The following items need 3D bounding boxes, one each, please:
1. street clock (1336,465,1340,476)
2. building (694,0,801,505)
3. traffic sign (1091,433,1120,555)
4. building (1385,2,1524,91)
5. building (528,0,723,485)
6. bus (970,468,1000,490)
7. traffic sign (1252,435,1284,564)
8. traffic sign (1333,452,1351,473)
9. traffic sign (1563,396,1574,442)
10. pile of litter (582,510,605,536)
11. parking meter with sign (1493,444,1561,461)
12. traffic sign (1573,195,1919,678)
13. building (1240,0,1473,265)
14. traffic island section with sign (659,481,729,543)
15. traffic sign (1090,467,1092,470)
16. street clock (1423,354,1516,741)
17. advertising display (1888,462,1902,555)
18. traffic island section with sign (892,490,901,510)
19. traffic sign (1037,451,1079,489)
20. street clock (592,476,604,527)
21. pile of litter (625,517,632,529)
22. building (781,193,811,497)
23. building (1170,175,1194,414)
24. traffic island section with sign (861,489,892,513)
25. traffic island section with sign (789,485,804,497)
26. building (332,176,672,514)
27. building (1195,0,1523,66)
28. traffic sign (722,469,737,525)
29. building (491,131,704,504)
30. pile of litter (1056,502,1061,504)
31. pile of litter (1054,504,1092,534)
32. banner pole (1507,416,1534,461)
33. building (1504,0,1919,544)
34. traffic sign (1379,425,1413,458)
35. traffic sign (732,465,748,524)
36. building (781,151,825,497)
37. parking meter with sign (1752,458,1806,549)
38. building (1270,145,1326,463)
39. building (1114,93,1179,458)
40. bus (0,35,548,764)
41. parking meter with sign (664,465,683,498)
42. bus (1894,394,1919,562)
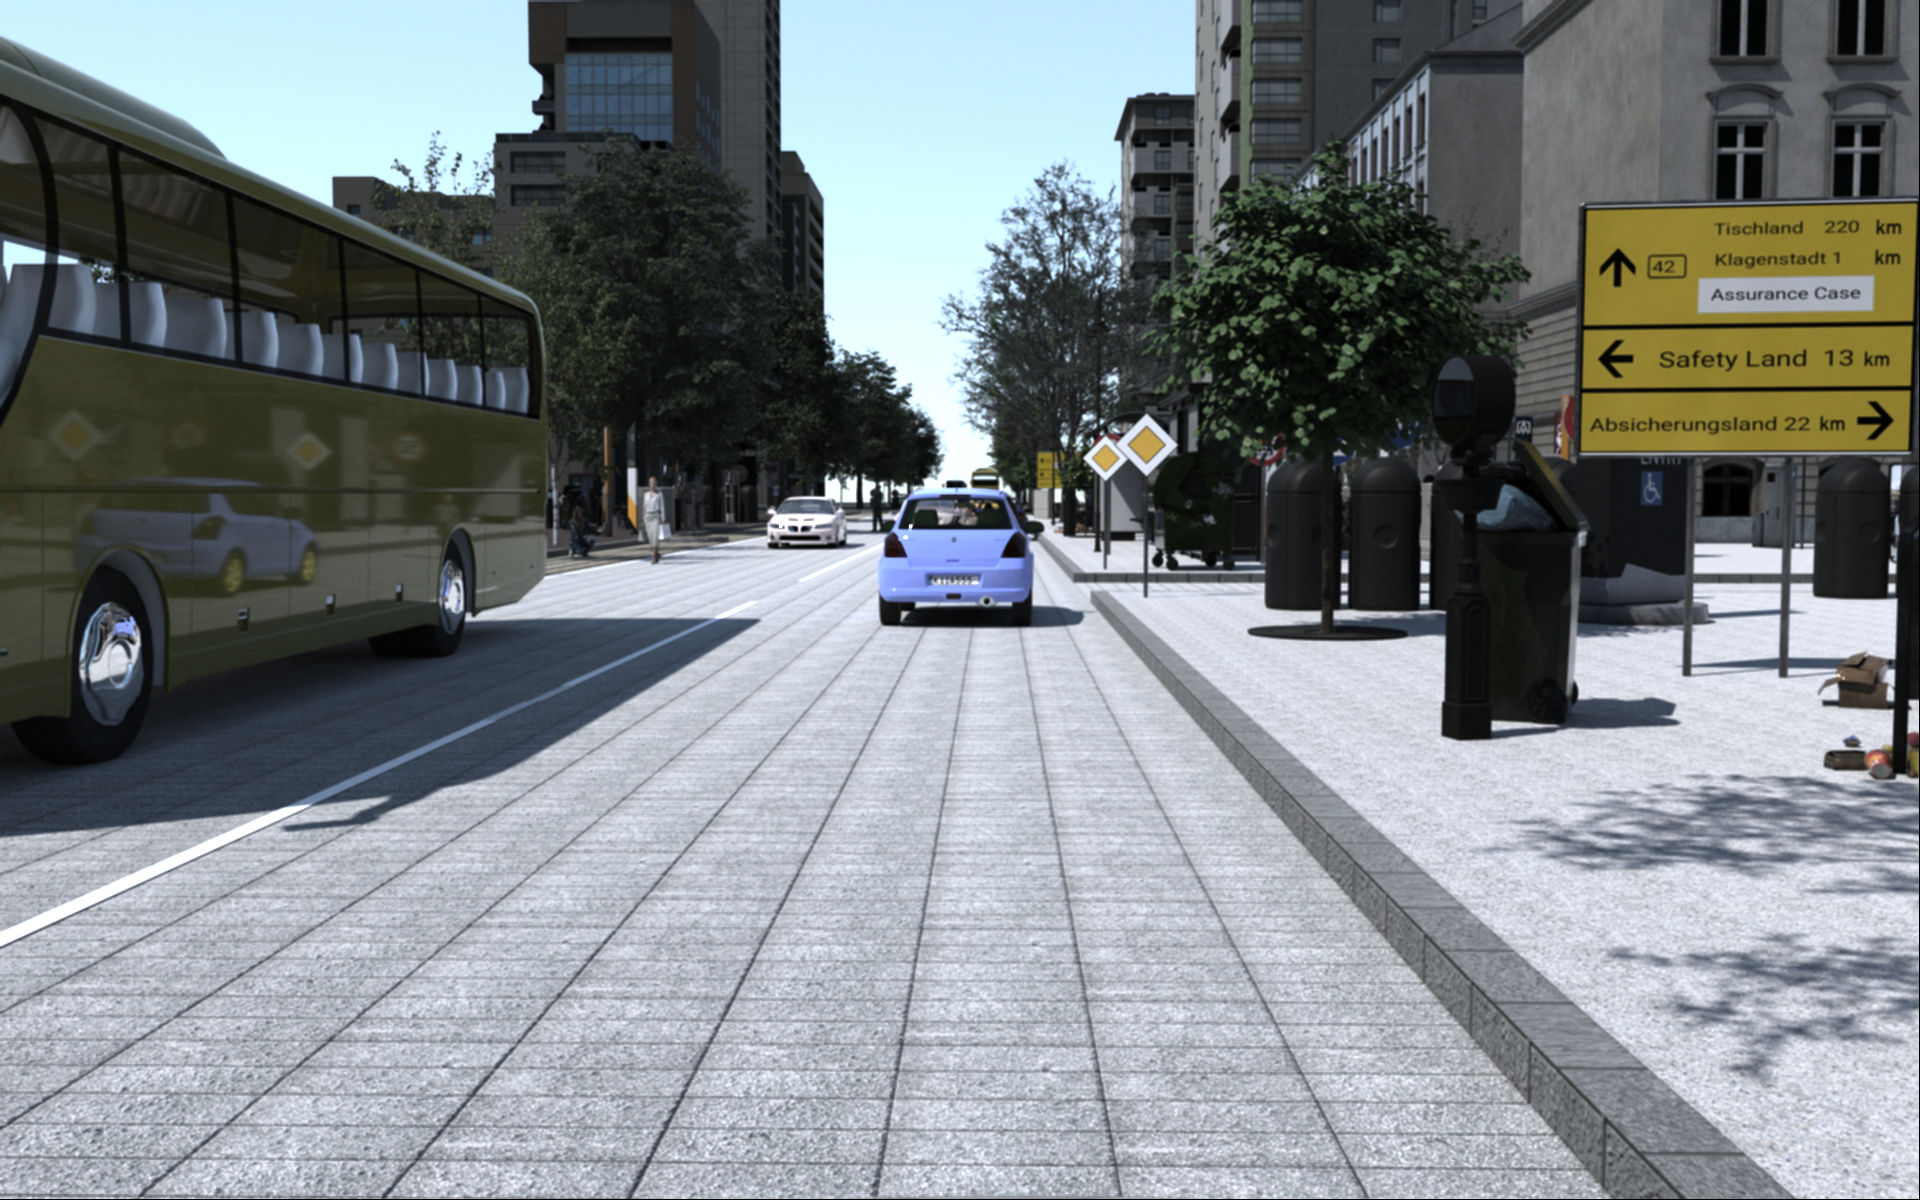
[{"bbox_3d":[7.400,-1.856,34.908,0.471,2.002,0.358,1,4,21],"label":"street clock"},{"bbox_3d":[-30.384,-47.321,211.946,20.563,71.187,20.611,0,4,1],"label":"building"},{"bbox_3d":[3.138,-2.226,36.495,0.768,2.556,0.104,1,4,11],"label":"traffic sign"},{"bbox_3d":[23.132,-13.932,76.946,9.793,20.994,18.267,0,4,1],"label":"building"},{"bbox_3d":[-29.419,-30.937,155.922,14.600,45.320,14.200,0,4,1],"label":"building"},{"bbox_3d":[2.367,-10.553,164.087,2.896,3.916,12.252,0,4,1],"label":"bus"},{"bbox_3d":[5.525,-1.922,31.535,0.768,2.556,0.104,0,4,3],"label":"traffic sign"},{"bbox_3d":[6.656,-1.880,30.852,0.768,2.556,0.104,0,4,7],"label":"traffic sign"},{"bbox_3d":[7.537,-1.251,20.566,0.768,2.556,0.104,1,4,9],"label":"traffic sign"},{"bbox_3d":[-11.560,-2.464,54.253,1.176,0.858,1.719,0,4,-2],"label":"pile of litter"},{"bbox_3d":[10.824,-2.207,32.345,1.738,3.016,0.543,0,4,7],"label":"parking meter with sign"},{"bbox_3d":[5.441,-1.112,12.053,2.265,3.308,0.079,0,4,8],"label":"traffic sign"},{"bbox_3d":[25.779,-26.524,117.262,14.154,41.232,14.086,0,4,1],"label":"building"},{"bbox_3d":[-7.987,-2.642,51.821,1.989,1.847,2.006,0,4,1],"label":"traffic island section with sign"},{"bbox_3d":[3.948,-2.921,47.858,0.768,2.556,0.104,1,4,8],"label":"traffic sign"},{"bbox_3d":[2.665,-0.274,9.056,0.358,2.002,0.471,-1,4,-13],"label":"street clock"},{"bbox_3d":[19.383,-1.833,35.178,0.974,1.923,0.123,1,4,21],"label":"advertising display"},{"bbox_3d":[-5.808,-9.058,156.720,1.989,1.847,2.006,0,4,1],"label":"traffic island section with sign"},{"bbox_3d":[4.786,-5.432,82.685,2.265,3.308,0.079,0,4,6],"label":"traffic sign"},{"bbox_3d":[-14.286,-3.911,68.509,0.471,2.002,0.358,-3,4,-39],"label":"street clock"},{"bbox_3d":[-11.684,-3.058,63.967,1.176,0.858,1.719,3,4,36],"label":"pile of litter"},{"bbox_3d":[-27.641,-33.427,230.123,14.154,41.232,14.086,0,4,1],"label":"building"},{"bbox_3d":[26.179,-23.694,159.104,14.160,30.474,14.107,0,4,1],"label":"building"},{"bbox_3d":[-6.367,-7.409,129.770,1.989,1.847,2.006,0,4,1],"label":"traffic island section with sign"},{"bbox_3d":[-7.424,-4.290,78.771,1.989,1.847,2.006,0,4,1],"label":"traffic island section with sign"},{"bbox_3d":[-36.487,-16.814,119.951,27.650,21.520,28.899,0,4,1],"label":"building"},{"bbox_3d":[33.475,-33.533,137.506,28.713,52.752,27.495,0,4,1],"label":"building"},{"bbox_3d":[-9.482,-4.231,71.313,0.606,2.300,0.079,0,4,4],"label":"traffic sign"},{"bbox_3d":[-29.183,-22.623,141.592,14.160,30.474,14.107,0,4,1],"label":"building"},{"bbox_3d":[5.346,-4.845,93.173,1.719,0.858,1.176,1,4,19],"label":"pile of litter"},{"bbox_3d":[3.808,-2.626,56.900,1.176,0.858,1.719,-2,4,-27],"label":"pile of litter"},{"bbox_3d":[15.822,-3.620,49.202,0.863,3.779,0.401,1,4,15],"label":"banner pole"},{"bbox_3d":[34.862,-14.059,48.955,34.723,24.649,14.460,0,4,1],"label":"building"},{"bbox_3d":[5.058,-1.237,20.332,0.768,2.556,0.104,0,4,7],"label":"traffic sign"},{"bbox_3d":[-9.608,-4.598,75.289,0.768,2.556,0.104,0,4,2],"label":"traffic sign"},{"bbox_3d":[-31.066,-38.170,247.785,21.300,48.544,21.600,0,4,1],"label":"building"},{"bbox_3d":[19.434,-2.735,40.977,0.543,3.016,1.738,-1,4,-9],"label":"parking meter with sign"},{"bbox_3d":[22.922,-15.048,95.187,9.793,20.994,18.267,0,4,1],"label":"building"},{"bbox_3d":[35.153,-38.893,225.141,28.713,52.752,27.495,0,4,1],"label":"building"},{"bbox_3d":[-5.697,-1.278,12.444,2.896,3.916,12.252,0,4,0],"label":"bus"},{"bbox_3d":[-16.931,-6.620,104.505,1.738,3.016,0.543,-2,4,-25],"label":"parking meter with sign"},{"bbox_3d":[20.296,-1.881,25.617,13.247,3.499,2.948,0,4,3],"label":"bus"}]
